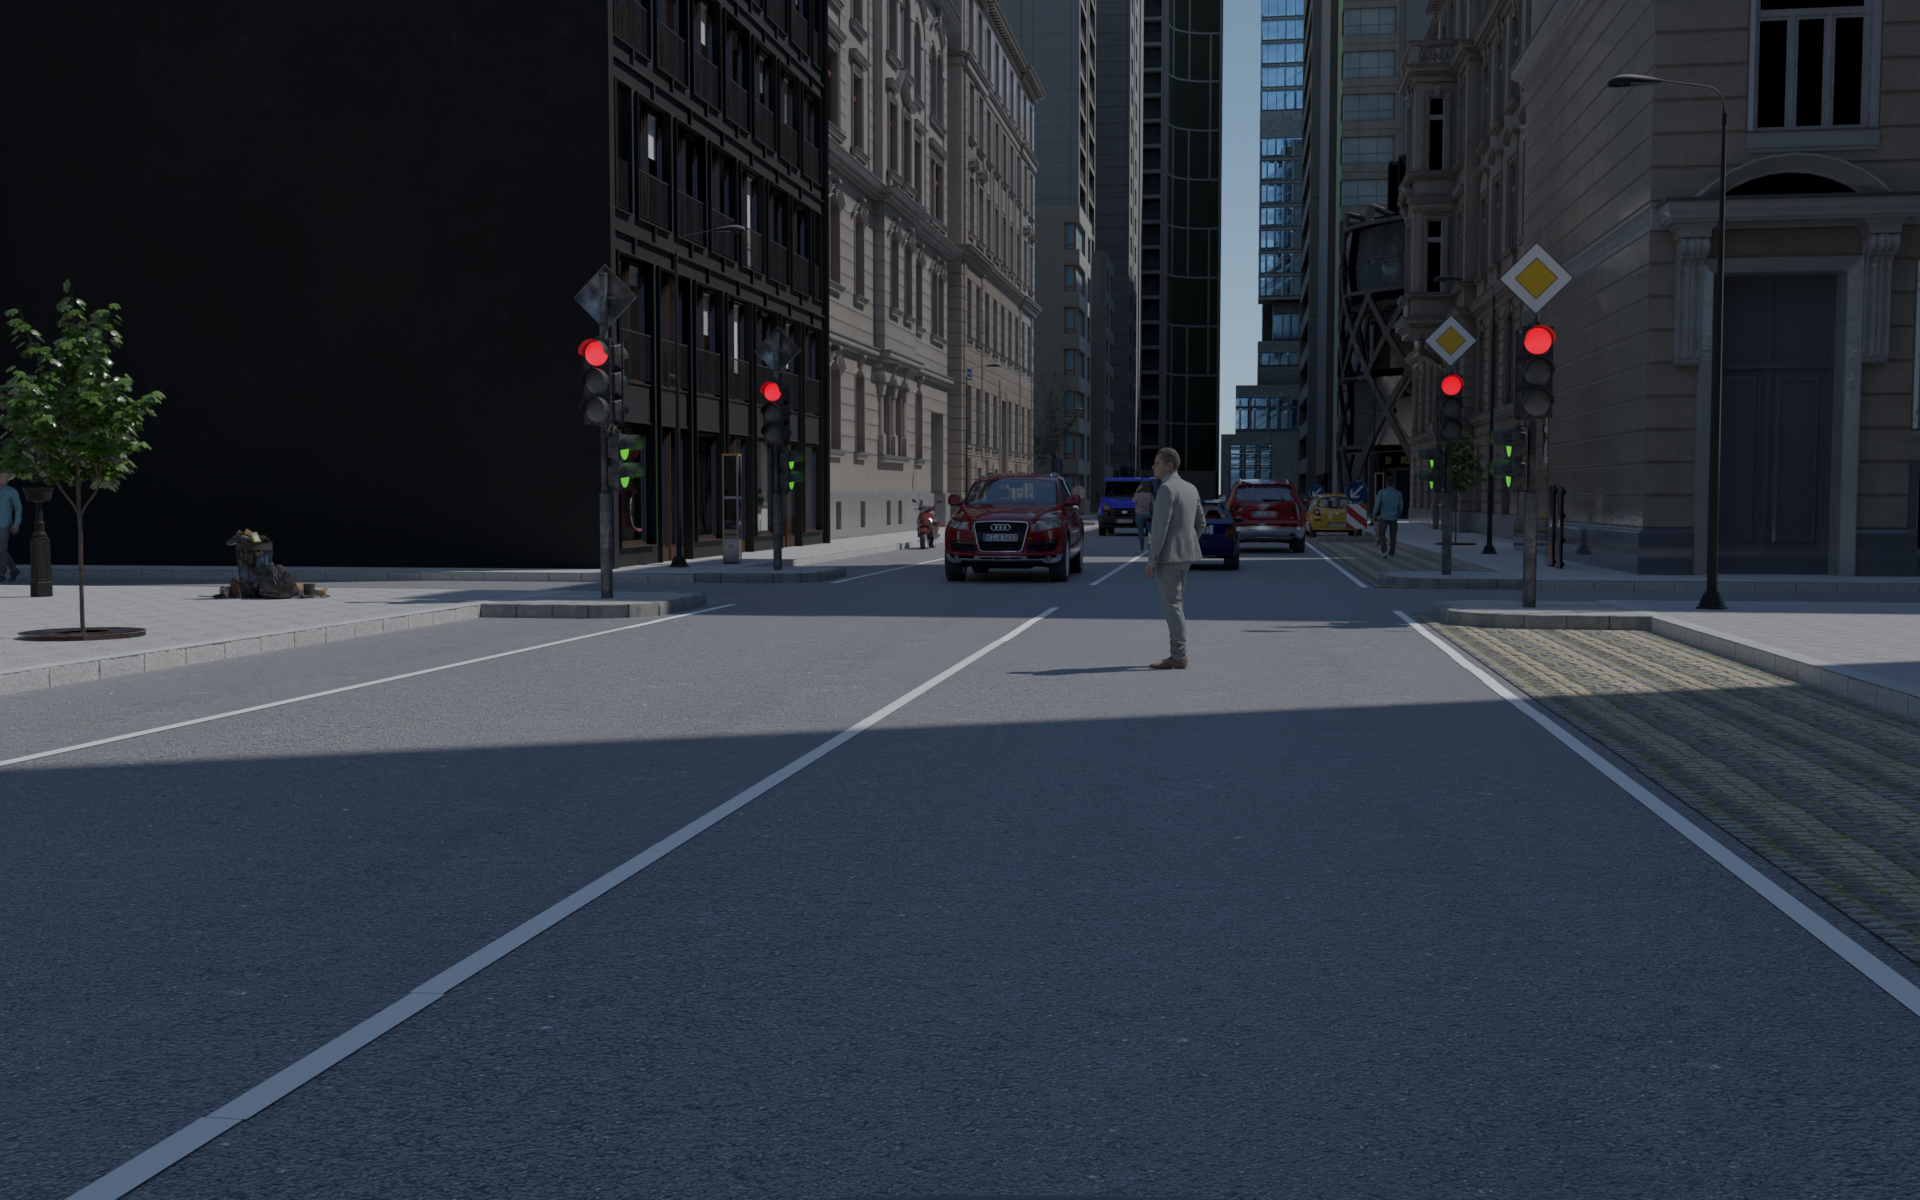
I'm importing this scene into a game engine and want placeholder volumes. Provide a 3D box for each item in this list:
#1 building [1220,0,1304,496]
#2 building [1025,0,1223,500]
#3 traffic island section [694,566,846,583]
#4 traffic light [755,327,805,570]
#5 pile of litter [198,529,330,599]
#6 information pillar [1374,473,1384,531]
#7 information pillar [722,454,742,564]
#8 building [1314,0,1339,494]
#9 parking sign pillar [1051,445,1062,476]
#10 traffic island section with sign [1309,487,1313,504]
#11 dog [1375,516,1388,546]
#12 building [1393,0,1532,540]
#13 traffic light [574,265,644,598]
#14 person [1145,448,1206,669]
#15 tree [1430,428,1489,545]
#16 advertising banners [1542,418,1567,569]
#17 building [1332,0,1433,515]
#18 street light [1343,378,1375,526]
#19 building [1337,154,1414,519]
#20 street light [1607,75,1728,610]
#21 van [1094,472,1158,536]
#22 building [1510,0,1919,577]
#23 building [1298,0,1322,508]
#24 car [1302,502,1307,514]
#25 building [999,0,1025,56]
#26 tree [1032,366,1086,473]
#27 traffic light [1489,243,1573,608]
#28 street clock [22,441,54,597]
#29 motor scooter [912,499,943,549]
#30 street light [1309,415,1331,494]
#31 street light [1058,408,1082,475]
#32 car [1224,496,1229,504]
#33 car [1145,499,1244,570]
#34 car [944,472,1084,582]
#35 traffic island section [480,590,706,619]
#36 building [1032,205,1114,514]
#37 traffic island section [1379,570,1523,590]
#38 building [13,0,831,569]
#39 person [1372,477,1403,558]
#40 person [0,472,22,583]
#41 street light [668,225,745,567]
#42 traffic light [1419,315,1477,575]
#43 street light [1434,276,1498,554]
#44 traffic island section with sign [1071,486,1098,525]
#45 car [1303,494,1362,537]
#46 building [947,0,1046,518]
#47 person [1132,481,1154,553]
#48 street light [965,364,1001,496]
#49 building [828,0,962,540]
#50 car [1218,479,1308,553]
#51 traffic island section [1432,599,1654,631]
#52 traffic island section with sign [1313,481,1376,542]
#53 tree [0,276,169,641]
[{"bbox_3d":[45.075,-53.789,192.113,31.000,86.520,22.319,1,4,9],"label":"building"},{"bbox_3d":[19.125,-46.338,195.880,20.611,71.187,20.563,1,4,9],"label":"building"},{"bbox_3d":[-3.100,-0.428,29.275,2.009,0.180,2.903,1,4,9],"label":"traffic island section"},{"bbox_3d":[-3.062,-2.460,29.134,0.839,4.253,0.868,1,4,9],"label":"traffic light"},{"bbox_3d":[-8.664,-0.466,21.591,1.719,0.858,1.176,2,4,32],"label":"pile of litter"},{"bbox_3d":[14.545,-3.402,60.116,0.304,2.012,0.304,1,4,11],"label":"information pillar"},{"bbox_3d":[-4.185,-1.670,31.793,0.304,2.012,0.304,0,4,4],"label":"information pillar"},{"bbox_3d":[33.072,-28.985,124.009,14.600,45.320,14.200,1,4,9],"label":"building"},{"bbox_3d":[5.310,-6.527,95.186,1.447,3.967,1.447,1,4,12],"label":"parking sign pillar"},{"bbox_3d":[16.027,-4.275,78.530,1.989,1.847,2.006,1,4,9],"label":"traffic island section with sign"},{"bbox_3d":[11.585,-1.907,48.016,0.513,0.831,0.800,3,5,41],"label":"dog"},{"bbox_3d":[22.713,-14.748,60.222,14.460,24.649,34.723,1,4,9],"label":"building"},{"bbox_3d":[-4.339,-1.977,21.252,0.839,4.253,0.868,1,4,9],"label":"traffic light"},{"bbox_3d":[1.755,-0.345,14.242,0.391,1.810,0.635,2,4,26],"label":"person"},{"bbox_3d":[12.654,-3.001,43.674,1.663,3.219,1.824,0,3,0],"label":"tree"},{"bbox_3d":[10.452,-2.100,30.517,0.090,3.025,2.074,1,4,9],"label":"advertising banners"},{"bbox_3d":[30.898,-26.058,109.647,14.154,41.232,14.086,1,4,9],"label":"building"},{"bbox_3d":[16.011,-5.920,69.338,1.470,5.913,1.316,1,4,9],"label":"street light"},{"bbox_3d":[28.578,-13.718,91.739,16.820,18.784,16.811,1,4,9],"label":"building"},{"bbox_3d":[7.872,-2.859,19.284,1.470,5.913,1.316,1,4,9],"label":"street light"},{"bbox_3d":[5.989,-3.466,61.058,2.240,2.365,5.245,1,4,10],"label":"van"},{"bbox_3d":[21.345,-15.003,31.202,20.117,28.700,13.634,1,4,9],"label":"building"},{"bbox_3d":[43.176,-32.946,162.373,21.300,48.544,21.600,1,4,9],"label":"building"},{"bbox_3d":[20.087,-5.654,105.024,1.945,1.354,3.894,1,4,9],"label":"car"},{"bbox_3d":[6.903,-44.617,167.746,20.611,71.187,20.563,1,4,9],"label":"building"},{"bbox_3d":[4.986,-9.075,98.739,4.360,8.622,3.978,0,3,0],"label":"tree"},{"bbox_3d":[6.434,-1.872,19.528,0.839,4.253,0.868,1,4,9],"label":"traffic light"},{"bbox_3d":[-11.473,-1.040,21.577,0.471,2.002,0.358,2,4,34],"label":"street clock"},{"bbox_3d":[-0.839,-2.005,45.566,0.815,1.314,1.986,0,4,8],"label":"motor scooter"},{"bbox_3d":[21.077,-7.880,101.377,1.470,5.913,1.316,1,4,9],"label":"street light"},{"bbox_3d":[5.900,-7.401,93.552,1.470,5.913,1.316,1,4,9],"label":"street light"},{"bbox_3d":[16.906,-5.724,106.168,1.945,1.354,3.894,1,4,9],"label":"car"},{"bbox_3d":[4.600,-1.312,34.040,1.945,1.354,3.894,0,4,8],"label":"car"},{"bbox_3d":[1.015,-1.311,30.111,2.281,1.827,5.304,1,4,8],"label":"car"},{"bbox_3d":[-4.377,0.054,21.393,2.009,0.180,2.903,1,4,9],"label":"traffic island section"},{"bbox_3d":[-4.206,-16.832,120.245,27.650,21.520,28.899,1,4,9],"label":"building"},{"bbox_3d":[7.750,-0.320,27.519,2.009,0.180,2.903,1,4,9],"label":"traffic island section"},{"bbox_3d":[-10.710,-12.720,37.644,12.332,23.373,15.834,1,4,9],"label":"building"},{"bbox_3d":[9.511,-1.832,38.467,0.660,1.820,0.620,0,4,-2],"label":"person"},{"bbox_3d":[-15.447,-1.204,28.055,0.638,1.841,0.748,1,4,18],"label":"person"},{"bbox_3d":[-4.403,-3.524,30.166,1.470,5.913,1.316,1,4,9],"label":"street light"},{"bbox_3d":[7.712,-2.354,27.411,0.839,4.253,0.868,1,4,9],"label":"traffic light"},{"bbox_3d":[10.791,-3.941,36.973,1.470,5.913,1.316,1,4,9],"label":"street light"},{"bbox_3d":[5.534,-4.394,80.469,1.989,1.847,2.006,1,4,9],"label":"traffic island section with sign"},{"bbox_3d":[12.496,-2.928,58.096,2.015,1.641,3.980,0,4,8],"label":"car"},{"bbox_3d":[-3.514,-17.372,81.296,12.463,27.353,25.104,1,4,9],"label":"building"},{"bbox_3d":[4.508,-1.996,41.720,0.593,1.750,0.643,-1,4,-21],"label":"person"},{"bbox_3d":[0.766,-5.463,61.856,1.470,5.913,1.316,1,4,9],"label":"street light"},{"bbox_3d":[-8.294,-16.509,57.306,14.401,28.519,23.554,1,4,9],"label":"building"},{"bbox_3d":[7.684,-2.157,43.944,2.281,1.827,5.304,1,4,9],"label":"car"},{"bbox_3d":[6.472,0.162,19.636,2.009,0.180,2.903,1,4,9],"label":"traffic island section"},{"bbox_3d":[11.722,-2.648,51.919,1.989,1.847,2.006,1,4,9],"label":"traffic island section with sign"},{"bbox_3d":[-7.944,-1.285,15.604,1.663,3.219,1.824,0,3,0],"label":"tree"}]
